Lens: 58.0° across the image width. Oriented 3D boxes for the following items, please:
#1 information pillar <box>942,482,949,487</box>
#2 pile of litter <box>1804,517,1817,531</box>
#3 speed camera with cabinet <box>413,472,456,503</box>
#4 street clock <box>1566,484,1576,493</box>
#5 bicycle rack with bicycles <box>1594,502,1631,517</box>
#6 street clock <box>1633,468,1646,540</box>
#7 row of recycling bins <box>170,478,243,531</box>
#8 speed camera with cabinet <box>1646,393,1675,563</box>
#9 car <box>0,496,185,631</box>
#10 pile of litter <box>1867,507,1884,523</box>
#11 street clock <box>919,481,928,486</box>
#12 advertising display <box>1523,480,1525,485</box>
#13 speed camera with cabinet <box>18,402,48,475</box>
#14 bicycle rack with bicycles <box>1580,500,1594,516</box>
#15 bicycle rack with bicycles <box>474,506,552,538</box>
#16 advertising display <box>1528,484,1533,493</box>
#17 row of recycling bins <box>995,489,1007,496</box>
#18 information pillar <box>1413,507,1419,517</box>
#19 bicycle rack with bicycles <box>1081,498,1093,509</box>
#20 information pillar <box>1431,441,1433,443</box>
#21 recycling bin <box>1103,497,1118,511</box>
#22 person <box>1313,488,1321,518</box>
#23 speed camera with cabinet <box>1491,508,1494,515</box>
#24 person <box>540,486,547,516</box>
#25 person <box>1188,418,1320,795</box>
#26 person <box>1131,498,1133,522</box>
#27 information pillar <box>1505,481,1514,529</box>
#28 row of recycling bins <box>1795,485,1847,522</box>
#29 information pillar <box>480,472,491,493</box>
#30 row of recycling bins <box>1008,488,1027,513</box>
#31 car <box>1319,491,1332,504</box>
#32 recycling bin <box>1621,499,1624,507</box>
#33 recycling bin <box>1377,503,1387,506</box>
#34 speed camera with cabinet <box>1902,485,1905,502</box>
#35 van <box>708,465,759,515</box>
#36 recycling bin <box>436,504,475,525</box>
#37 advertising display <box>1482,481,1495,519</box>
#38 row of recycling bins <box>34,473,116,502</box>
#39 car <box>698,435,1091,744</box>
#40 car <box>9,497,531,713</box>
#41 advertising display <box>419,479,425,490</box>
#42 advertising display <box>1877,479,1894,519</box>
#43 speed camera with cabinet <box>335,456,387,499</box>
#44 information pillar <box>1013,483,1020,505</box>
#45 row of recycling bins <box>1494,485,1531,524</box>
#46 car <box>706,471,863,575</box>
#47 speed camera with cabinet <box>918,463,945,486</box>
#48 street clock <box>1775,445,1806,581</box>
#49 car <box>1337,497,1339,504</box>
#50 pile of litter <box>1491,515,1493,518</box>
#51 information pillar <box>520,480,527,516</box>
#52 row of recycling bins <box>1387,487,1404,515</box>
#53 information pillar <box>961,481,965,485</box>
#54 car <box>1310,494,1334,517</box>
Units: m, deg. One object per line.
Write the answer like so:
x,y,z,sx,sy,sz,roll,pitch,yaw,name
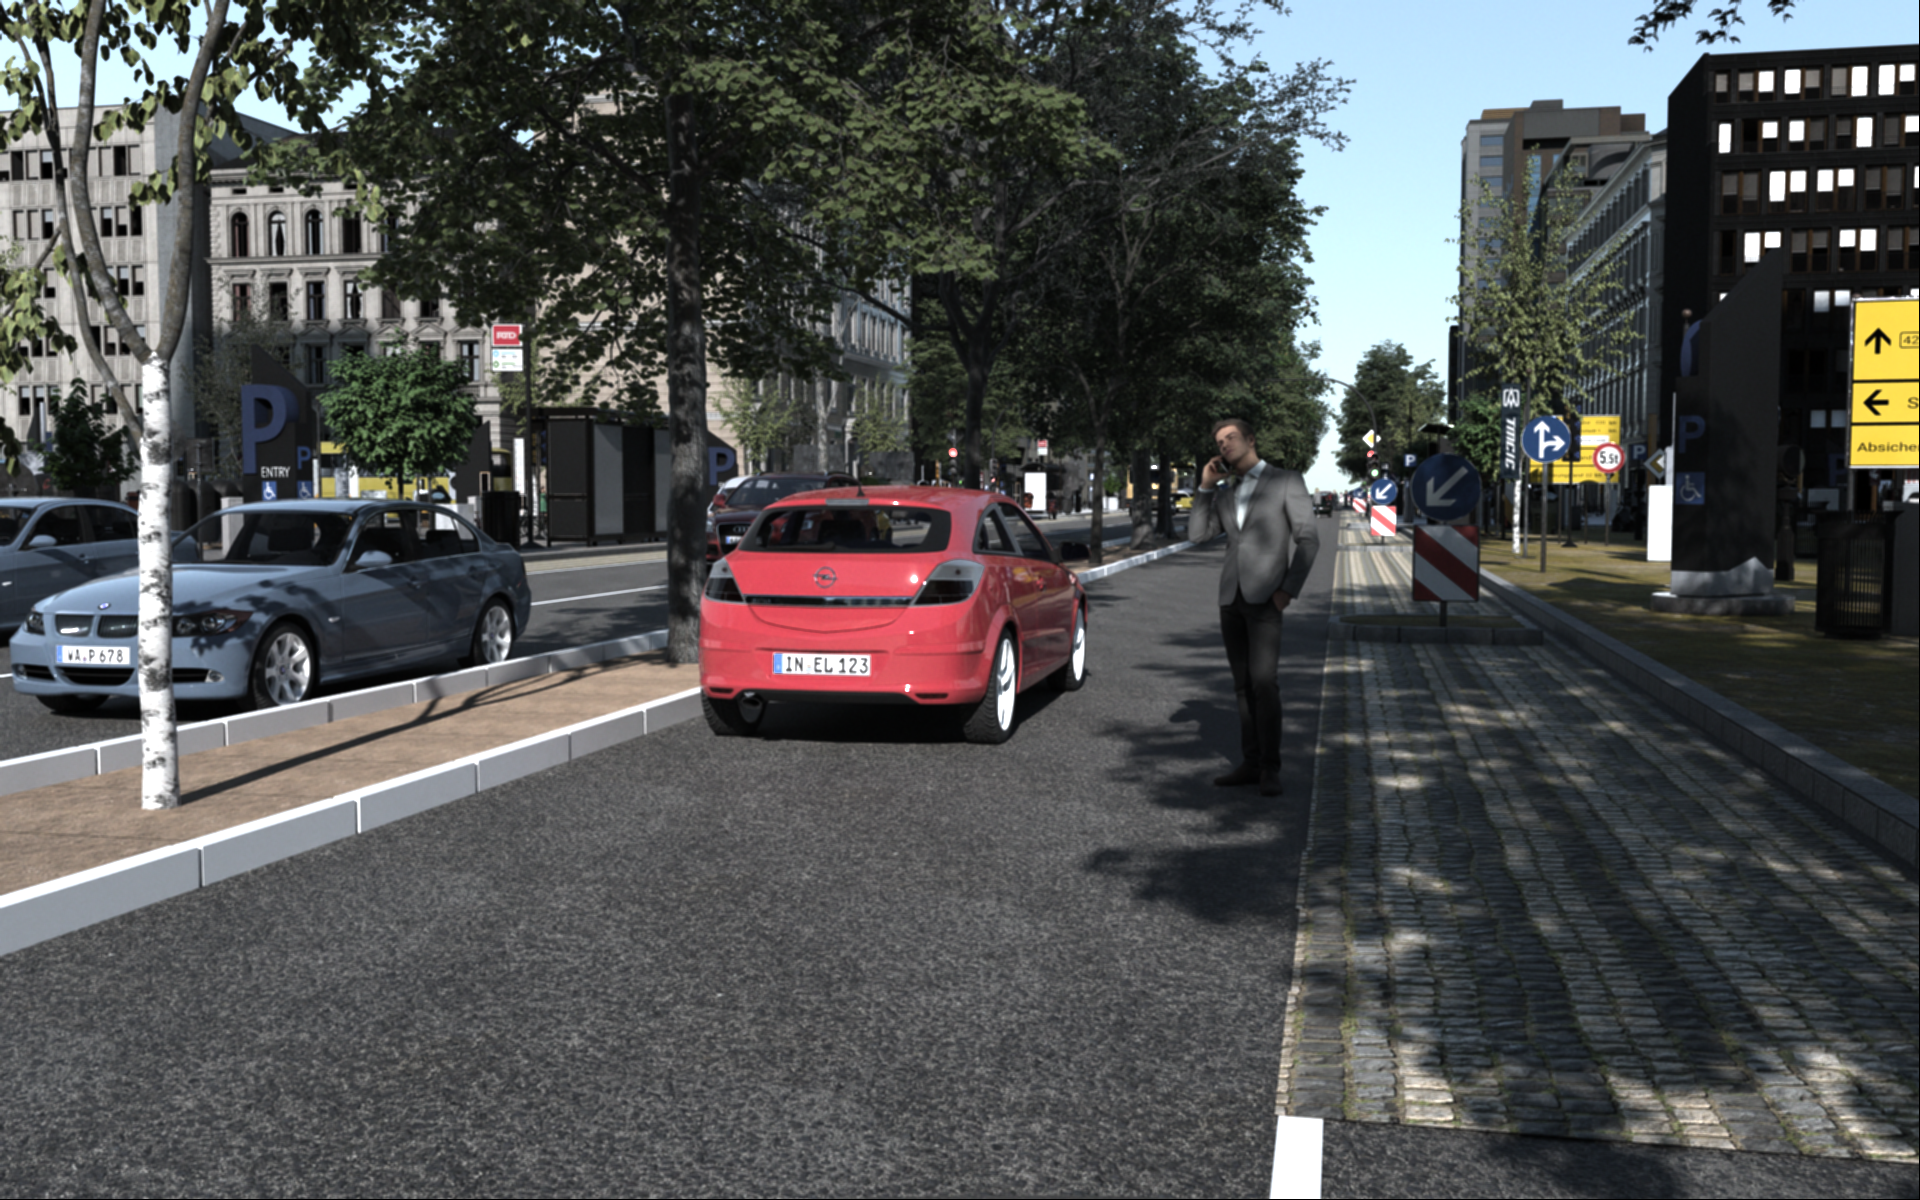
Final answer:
-0.870,-6.026,103.012,0.304,2.012,0.304,-3,4,-38,information pillar
30.125,-2.829,60.220,1.176,0.858,1.719,0,4,-5,pile of litter
-20.650,-4.557,68.843,2.038,3.252,0.660,0,4,-7,speed camera with cabinet
28.207,-4.616,80.043,0.471,2.002,0.358,0,4,-4,street clock
33.735,-4.447,86.098,2.852,0.926,2.925,-1,4,-11,bicycle rack with bicycles
18.947,-2.675,48.310,0.358,2.002,0.471,1,4,11,street clock
-20.149,-2.406,46.456,1.069,1.692,3.534,1,4,15,row of recycling bins
13.712,-2.374,33.155,0.660,3.252,2.038,2,4,34,speed camera with cabinet
-9.514,-0.322,17.273,2.014,1.417,4.499,1,4,12,car
39.235,-3.661,73.822,1.719,0.858,1.176,-1,4,-17,pile of litter
-2.055,-5.695,97.688,0.471,2.002,0.358,-2,4,-31,street clock
25.380,-4.478,78.432,0.123,1.923,0.974,2,4,30,advertising display
-20.068,-2.672,38.031,0.660,3.252,2.038,-1,4,-11,speed camera with cabinet
35.671,-5.294,99.933,2.925,0.926,2.852,1,4,19,bicycle rack with bicycles
-12.962,-2.334,51.541,2.925,0.926,2.852,2,4,25,bicycle rack with bicycles
35.830,-6.397,109.799,0.974,1.923,0.123,-1,4,-11,advertising display
2.314,-8.120,139.882,3.534,1.692,1.069,-1,4,-14,row of recycling bins
26.130,-6.574,98.833,0.183,3.616,0.504,2,4,32,information pillar
10.976,-8.050,144.994,2.925,0.926,2.852,-3,5,-42,bicycle rack with bicycles
20.974,-5.235,76.946,0.183,3.616,0.504,2,4,28,information pillar
11.788,-7.450,134.366,0.722,1.027,0.722,-1,4,-17,recycling bin
21.097,-5.744,102.589,0.709,1.800,0.728,-1,4,-12,person
30.076,-6.352,98.185,2.038,3.252,0.660,0,4,-6,speed camera with cabinet
-19.627,-4.448,81.478,0.529,1.795,0.600,1,4,15,person
1.423,0.014,8.451,0.473,1.802,0.592,-2,4,-28,person
8.033,-4.287,78.936,0.601,1.785,0.444,-3,5,-44,person
20.117,-4.409,63.440,0.183,3.616,0.504,-1,4,-19,information pillar
39.829,-4.538,81.315,3.534,1.692,1.069,1,4,22,row of recycling bins
-15.921,-3.283,58.169,0.304,2.012,0.304,0,4,-5,information pillar
4.624,-6.898,119.890,1.069,1.692,3.534,2,4,25,row of recycling bins
45.297,-12.600,214.678,2.281,1.827,5.304,1,4,12,car
38.106,-5.263,98.601,0.722,1.027,0.722,3,5,40,recycling bin
35.500,-8.136,145.583,0.722,1.027,0.722,-1,4,-23,recycling bin
14.642,-1.871,24.926,0.660,3.252,2.038,-1,4,-21,speed camera with cabinet
-4.182,-1.748,35.588,2.013,2.044,4.112,1,4,13,van
-13.026,-1.965,44.688,0.722,1.027,0.722,2,4,25,recycling bin
26.886,-5.080,88.271,0.123,1.923,0.974,-2,4,-27,advertising display
-17.733,-1.638,33.898,3.534,1.692,1.069,2,4,34,row of recycling bins
-0.269,-0.152,11.534,2.155,1.783,4.494,1,4,13,car
-4.800,-0.044,12.722,2.014,1.417,4.499,1,4,13,car
-22.911,-4.184,73.626,0.123,1.923,0.974,-2,4,-28,advertising display
40.143,-4.276,75.130,0.123,1.923,0.974,0,4,-5,advertising display
-25.715,-4.894,74.355,2.038,3.252,0.660,-2,4,-34,speed camera with cabinet
3.627,-6.519,111.075,0.304,2.012,0.304,-3,4,-39,information pillar
23.918,-4.156,75.058,1.069,1.692,3.534,2,4,32,row of recycling bins
-2.743,-1.210,28.451,2.281,1.827,5.304,1,4,11,car
-1.865,-7.641,119.271,2.038,3.252,0.660,1,4,12,speed camera with cabinet
12.257,-1.292,25.688,0.471,2.002,0.358,-1,4,-23,street clock
56.338,-15.294,261.852,2.131,1.459,4.920,1,4,14,car
28.826,-4.796,92.381,1.176,0.858,1.719,0,4,-3,pile of litter
-22.996,-5.302,91.178,0.304,2.012,0.304,3,5,40,information pillar
26.640,-6.036,105.802,1.069,1.692,3.534,1,4,16,row of recycling bins
0.257,-5.751,98.523,0.304,2.012,0.304,-2,4,-30,information pillar
22.256,-5.988,107.693,2.009,1.686,4.222,1,4,11,car
